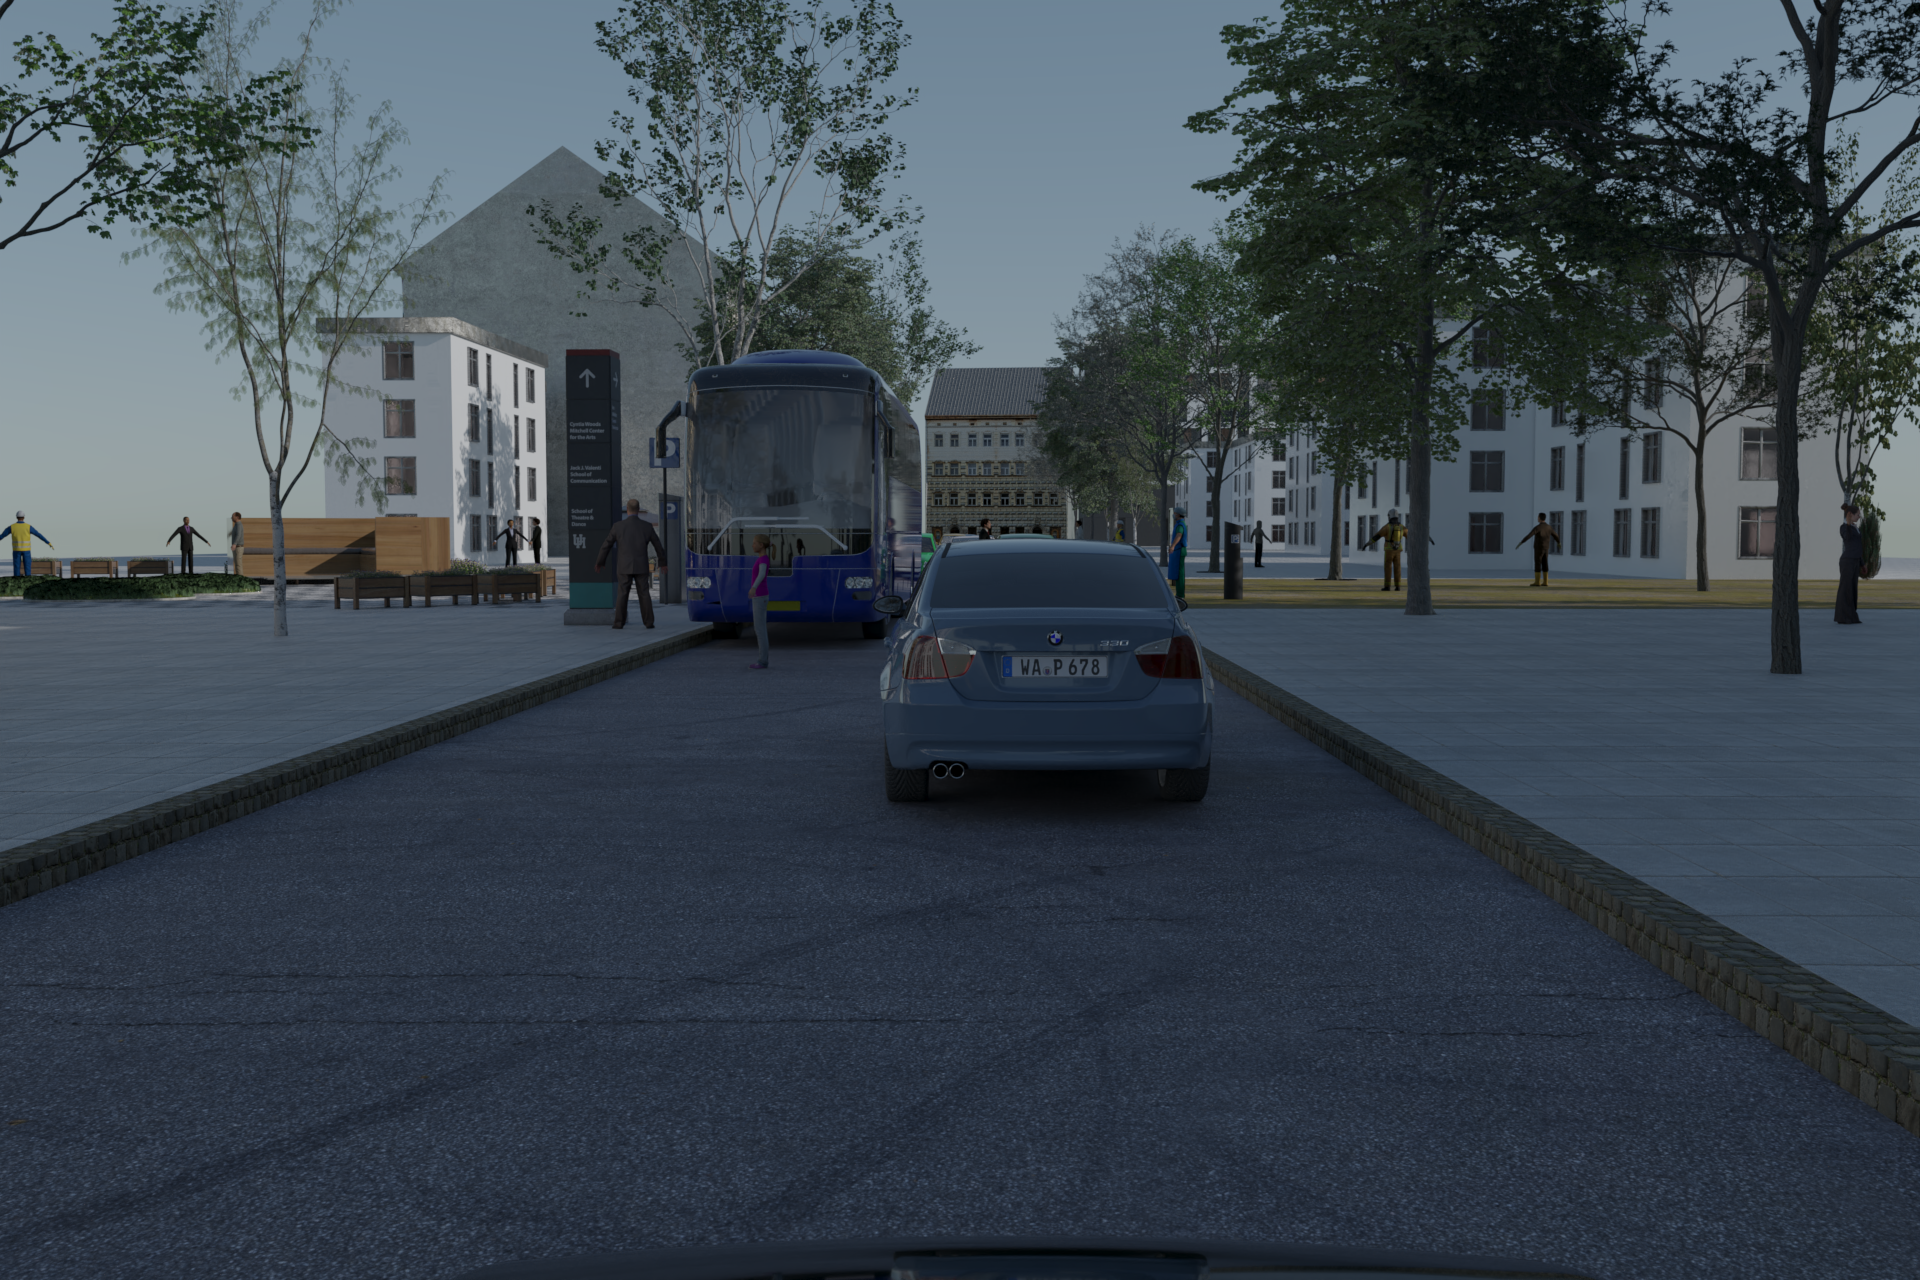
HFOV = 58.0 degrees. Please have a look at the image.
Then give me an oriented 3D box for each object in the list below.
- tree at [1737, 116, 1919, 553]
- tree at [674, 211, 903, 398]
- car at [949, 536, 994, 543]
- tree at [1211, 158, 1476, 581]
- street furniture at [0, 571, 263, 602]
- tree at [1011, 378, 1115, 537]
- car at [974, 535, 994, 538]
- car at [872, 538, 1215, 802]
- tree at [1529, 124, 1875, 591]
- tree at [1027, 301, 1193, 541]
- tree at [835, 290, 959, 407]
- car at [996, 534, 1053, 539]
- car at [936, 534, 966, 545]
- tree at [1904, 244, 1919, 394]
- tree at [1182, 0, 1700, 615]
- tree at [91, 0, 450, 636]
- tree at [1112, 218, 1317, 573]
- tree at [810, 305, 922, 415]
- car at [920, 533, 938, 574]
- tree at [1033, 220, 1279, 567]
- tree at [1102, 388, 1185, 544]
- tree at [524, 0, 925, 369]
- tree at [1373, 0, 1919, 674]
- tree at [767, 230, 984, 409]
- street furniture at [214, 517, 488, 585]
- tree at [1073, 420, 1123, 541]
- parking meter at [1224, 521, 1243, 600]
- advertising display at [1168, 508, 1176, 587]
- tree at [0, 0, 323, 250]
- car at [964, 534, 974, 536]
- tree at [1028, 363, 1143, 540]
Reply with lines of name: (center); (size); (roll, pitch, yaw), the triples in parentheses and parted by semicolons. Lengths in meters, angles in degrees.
tree: (16.352, -4.947, 31.241); (4.737, 8.622, 4.395); (0, 3, 0)
tree: (-6.823, -9.989, 69.976); (9.857, 13.997, 8.962); (0, 3, 0)
car: (0.379, -2.371, 51.126); (2.083, 1.381, 4.827); (0, 4, 0)
tree: (10.564, -7.454, 47.626); (9.928, 11.665, 9.643); (0, 3, 0)
street furniture: (-19.098, -1.150, 34.437); (10.072, 0.657, 5.734); (-2, 4, -29)
tree: (8.941, -13.690, 134.200); (12.009, 13.543, 11.850); (0, 3, 0)
car: (1.256, -5.271, 98.542); (2.083, 1.381, 4.827); (0, 4, 1)
car: (0.451, 0.088, 10.566); (2.014, 1.417, 4.499); (0, 4, 0)
tree: (16.362, -6.375, 38.652); (7.601, 10.594, 8.767); (1, 4, 18)
tree: (8.581, -11.608, 96.449); (9.857, 13.997, 8.962); (0, 3, 0)
tree: (-7.305, -16.841, 131.235); (12.611, 20.169, 13.585); (0, 3, 0)
car: (1.426, -1.609, 38.109); (2.131, 1.459, 4.920); (0, 4, 0)
car: (-0.295, -4.812, 88.905); (2.015, 1.641, 3.980); (0, 4, 1)
tree: (23.743, -5.459, 39.622); (4.737, 8.622, 4.395); (0, 3, 0)
tree: (7.343, -6.644, 26.756); (7.486, 12.596, 7.792); (0, 3, 0)
tree: (-8.663, -4.370, 21.818); (4.360, 8.622, 3.978); (0, 3, 0)
tree: (8.527, -8.023, 56.929); (9.928, 11.665, 9.643); (0, 3, 0)
tree: (-6.621, -11.471, 94.208); (9.857, 13.997, 8.962); (0, 3, 0)
car: (-1.335, -2.215, 45.011); (1.959, 1.807, 4.718); (0, 4, 1)
tree: (7.964, -9.630, 67.817); (12.009, 13.543, 11.850); (0, 3, 0)
tree: (8.772, -8.401, 87.715); (4.360, 8.622, 3.978); (0, 3, 0)
tree: (-7.080, -12.144, 54.436); (12.611, 20.169, 13.585); (0, 3, 0)
tree: (7.278, -4.966, 15.602); (7.601, 10.594, 8.767); (-1, 4, -12)
tree: (-5.309, -15.407, 107.796); (12.611, 20.169, 13.585); (0, 3, 0)
street furniture: (-15.891, -2.522, 48.082); (9.812, 1.723, 11.010); (-2, 4, -27)
tree: (9.078, -9.639, 107.955); (4.737, 8.622, 4.395); (0, 3, 0)
parking meter: (5.374, -1.566, 34.022); (0.372, 1.533, 0.369); (0, 3, 0)
advertising display: (5.262, -2.296, 42.749); (0.123, 1.923, 0.974); (0, 4, 1)
tree: (-8.583, -5.358, 13.362); (9.928, 11.665, 9.643); (0, 3, 0)
car: (0.443, -6.004, 110.173); (2.014, 1.417, 4.499); (0, 4, 1)
tree: (9.265, -12.833, 120.190); (12.009, 13.543, 11.850); (0, 3, 0)
